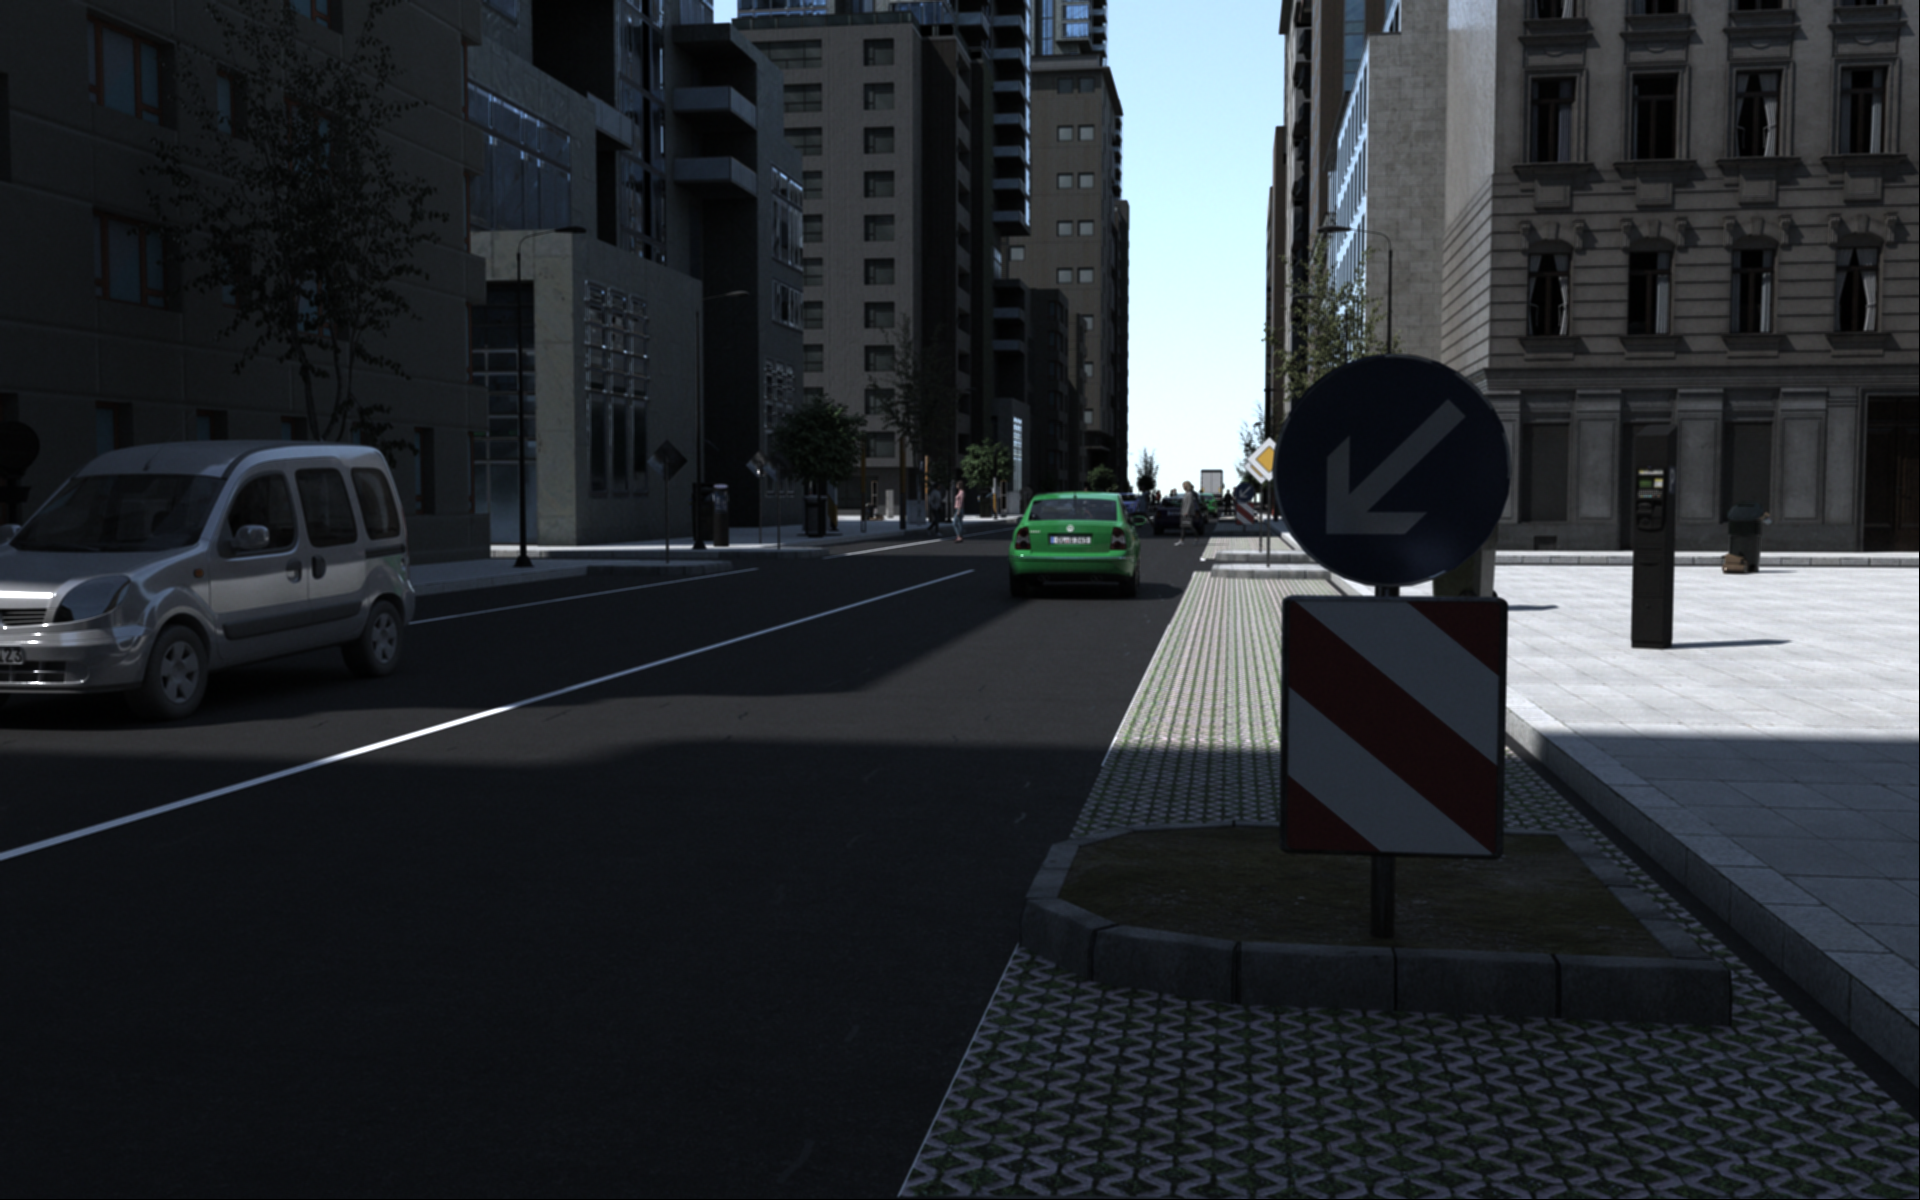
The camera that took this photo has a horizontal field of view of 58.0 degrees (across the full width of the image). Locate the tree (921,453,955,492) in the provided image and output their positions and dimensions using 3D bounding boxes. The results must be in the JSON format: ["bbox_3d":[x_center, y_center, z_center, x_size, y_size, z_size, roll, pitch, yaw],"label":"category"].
[{"bbox_3d":[-1.040,-5.309,81.396,1.663,3.219,1.824,0,3,0],"label":"tree"}]

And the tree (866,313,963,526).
[{"bbox_3d":[-1.670,-7.294,69.615,4.360,8.622,3.978,0,3,0],"label":"tree"}]

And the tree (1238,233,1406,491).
[{"bbox_3d":[10.511,-5.997,48.408,4.737,8.622,4.395,0,3,0],"label":"tree"}]

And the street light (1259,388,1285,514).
[{"bbox_3d":[14.031,-6.342,76.230,1.470,5.913,1.316,1,4,9],"label":"street light"}]

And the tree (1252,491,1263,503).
[{"bbox_3d":[44.057,-16.220,259.798,1.663,3.219,1.824,0,3,0],"label":"tree"}]

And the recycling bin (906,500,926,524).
[{"bbox_3d":[-1.880,-3.772,74.233,0.722,1.027,0.722,-1,4,-15],"label":"recycling bin"}]

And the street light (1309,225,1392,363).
[{"bbox_3d":[6.866,-3.515,30.013,1.470,5.913,1.316,1,4,9],"label":"street light"}]

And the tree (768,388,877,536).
[{"bbox_3d":[-4.271,-4.281,53.700,4.285,4.588,4.351,0,3,0],"label":"tree"}]

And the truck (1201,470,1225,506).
[{"bbox_3d":[29.791,-13.195,204.649,2.839,4.237,11.283,1,4,9],"label":"truck"}]

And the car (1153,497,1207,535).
[{"bbox_3d":[7.855,-3.019,61.947,1.945,1.354,3.894,1,4,9],"label":"car"}]

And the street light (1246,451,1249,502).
[{"bbox_3d":[25.888,-10.912,150.954,1.470,5.913,1.316,1,4,9],"label":"street light"}]

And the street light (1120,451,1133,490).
[{"bbox_3d":[19.073,-13.772,197.720,1.470,5.913,1.316,1,4,9],"label":"street light"}]

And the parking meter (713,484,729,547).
[{"bbox_3d":[-5.841,-2.075,42.335,0.372,1.533,0.369,0,3,0],"label":"parking meter"}]

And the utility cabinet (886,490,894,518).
[{"bbox_3d":[-3.757,-5.115,92.307,0.318,1.500,1.173,0,4,-8],"label":"utility cabinet"}]

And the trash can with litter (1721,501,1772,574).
[{"bbox_3d":[12.737,-1.022,28.094,0.624,1.170,1.055,2,4,34],"label":"trash can with litter"}]

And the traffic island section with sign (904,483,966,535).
[{"bbox_3d":[-0.828,-3.229,61.416,1.989,1.847,2.006,1,4,9],"label":"traffic island section with sign"}]

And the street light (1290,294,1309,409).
[{"bbox_3d":[8.407,-4.144,40.288,1.470,5.913,1.316,1,4,9],"label":"street light"}]

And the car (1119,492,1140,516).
[{"bbox_3d":[11.145,-6.537,116.466,1.945,1.707,3.694,1,4,11],"label":"car"}]

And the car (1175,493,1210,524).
[{"bbox_3d":[11.320,-4.688,85.444,1.959,1.807,4.718,1,4,10],"label":"car"}]

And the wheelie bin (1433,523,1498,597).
[{"bbox_3d":[5.549,-0.688,19.153,0.693,1.594,0.980,3,4,37],"label":"wheelie bin"}]

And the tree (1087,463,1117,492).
[{"bbox_3d":[14.841,-12.124,181.943,4.285,4.588,4.351,0,3,0],"label":"tree"}]

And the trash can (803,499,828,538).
[{"bbox_3d":[-4.272,-2.420,51.212,0.748,1.137,0.748,0,3,0],"label":"trash can"}]

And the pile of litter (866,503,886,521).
[{"bbox_3d":[-4.167,-4.313,84.484,1.176,0.858,1.719,3,5,40],"label":"pile of litter"}]

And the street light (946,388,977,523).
[{"bbox_3d":[0.053,-6.342,76.239,1.470,5.913,1.316,1,4,9],"label":"street light"}]

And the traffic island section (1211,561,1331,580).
[{"bbox_3d":[5.424,-0.494,30.364,2.009,0.180,2.903,1,4,9],"label":"traffic island section"}]

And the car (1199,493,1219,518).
[{"bbox_3d":[14.732,-5.890,105.095,1.959,1.807,4.718,0,4,8],"label":"car"}]

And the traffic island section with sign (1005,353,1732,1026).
[{"bbox_3d":[1.237,0.178,5.710,1.989,1.847,2.006,1,4,9],"label":"traffic island section with sign"}]

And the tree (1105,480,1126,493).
[{"bbox_3d":[16.380,-11.676,185.503,1.663,3.219,1.824,0,3,0],"label":"tree"}]

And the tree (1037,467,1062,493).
[{"bbox_3d":[6.310,-7.951,124.593,1.663,3.219,1.824,0,3,0],"label":"tree"}]

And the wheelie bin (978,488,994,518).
[{"bbox_3d":[1.419,-5.265,93.997,0.980,1.594,0.693,1,4,11],"label":"wheelie bin"}]

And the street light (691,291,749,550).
[{"bbox_3d":[-5.513,-4.121,39.915,1.470,5.913,1.316,1,4,9],"label":"street light"}]

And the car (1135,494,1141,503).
[{"bbox_3d":[18.370,-10.571,182.619,2.009,1.686,4.222,1,4,9],"label":"car"}]

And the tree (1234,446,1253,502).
[{"bbox_3d":[43.825,-19.157,263.582,4.360,8.622,3.978,0,3,0],"label":"tree"}]

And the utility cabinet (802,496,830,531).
[{"bbox_3d":[-5.033,-3.034,60.762,1.020,1.237,0.306,-3,5,-39],"label":"utility cabinet"}]

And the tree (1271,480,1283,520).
[{"bbox_3d":[16.598,-5.634,86.724,1.663,3.219,1.824,0,3,0],"label":"tree"}]

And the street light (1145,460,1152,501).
[{"bbox_3d":[24.774,-16.005,234.214,1.470,5.913,1.316,1,4,9],"label":"street light"}]

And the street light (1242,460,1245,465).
[{"bbox_3d":[33.192,-13.793,198.061,1.470,5.913,1.316,1,4,9],"label":"street light"}]

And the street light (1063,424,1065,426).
[{"bbox_3d":[6.312,-8.747,115.556,1.470,5.913,1.316,1,4,9],"label":"street light"}]

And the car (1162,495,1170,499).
[{"bbox_3d":[25.891,-12.290,213.523,1.945,1.354,3.894,1,4,8],"label":"car"}]

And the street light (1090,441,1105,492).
[{"bbox_3d":[12.001,-10.993,152.269,1.470,5.913,1.316,1,4,9],"label":"street light"}]

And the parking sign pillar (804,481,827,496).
[{"bbox_3d":[-6.979,-5.733,82.203,1.447,3.967,1.447,0,4,-4],"label":"parking sign pillar"}]

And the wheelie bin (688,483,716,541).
[{"bbox_3d":[-6.980,-2.420,47.475,0.980,1.594,0.693,0,4,1],"label":"wheelie bin"}]

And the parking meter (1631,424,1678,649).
[{"bbox_3d":[5.785,-0.533,14.432,0.255,1.863,0.399,2,4,35],"label":"parking meter"}]

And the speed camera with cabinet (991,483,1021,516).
[{"bbox_3d":[2.751,-6.721,104.219,2.038,3.252,0.660,-3,5,-40],"label":"speed camera with cabinet"}]

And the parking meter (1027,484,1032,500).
[{"bbox_3d":[4.200,-6.099,105.431,0.255,1.863,0.399,2,4,29],"label":"parking meter"}]

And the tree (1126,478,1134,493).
[{"bbox_3d":[20.095,-13.005,207.236,1.663,3.219,1.824,0,3,0],"label":"tree"}]

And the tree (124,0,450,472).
[{"bbox_3d":[-8.849,-4.479,23.601,4.360,8.622,3.978,0,3,0],"label":"tree"}]

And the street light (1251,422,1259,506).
[{"bbox_3d":[20.155,-8.712,114.975,1.470,5.913,1.316,1,4,9],"label":"street light"}]

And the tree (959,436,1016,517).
[{"bbox_3d":[1.594,-6.948,97.308,4.285,4.588,4.351,0,3,0],"label":"tree"}]

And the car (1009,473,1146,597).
[{"bbox_3d":[1.758,-1.026,25.578,1.959,1.807,4.718,0,4,7],"label":"car"}]

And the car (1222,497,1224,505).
[{"bbox_3d":[33.053,-12.937,223.519,2.014,1.417,4.499,0,4,7],"label":"car"}]

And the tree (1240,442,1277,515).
[{"bbox_3d":[19.866,-7.643,108.673,4.285,4.588,4.351,0,3,0],"label":"tree"}]

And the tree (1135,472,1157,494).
[{"bbox_3d":[27.097,-16.478,253.125,4.285,4.588,4.351,0,3,0],"label":"tree"}]

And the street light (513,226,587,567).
[{"bbox_3d":[-7.148,-3.527,30.206,1.470,5.913,1.316,1,4,9],"label":"street light"}]

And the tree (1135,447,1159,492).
[{"bbox_3d":[28.763,-19.238,264.903,4.737,8.622,4.395,0,3,0],"label":"tree"}]

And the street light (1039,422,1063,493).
[{"bbox_3d":[5.690,-8.541,112.179,1.470,5.913,1.316,1,4,9],"label":"street light"}]
